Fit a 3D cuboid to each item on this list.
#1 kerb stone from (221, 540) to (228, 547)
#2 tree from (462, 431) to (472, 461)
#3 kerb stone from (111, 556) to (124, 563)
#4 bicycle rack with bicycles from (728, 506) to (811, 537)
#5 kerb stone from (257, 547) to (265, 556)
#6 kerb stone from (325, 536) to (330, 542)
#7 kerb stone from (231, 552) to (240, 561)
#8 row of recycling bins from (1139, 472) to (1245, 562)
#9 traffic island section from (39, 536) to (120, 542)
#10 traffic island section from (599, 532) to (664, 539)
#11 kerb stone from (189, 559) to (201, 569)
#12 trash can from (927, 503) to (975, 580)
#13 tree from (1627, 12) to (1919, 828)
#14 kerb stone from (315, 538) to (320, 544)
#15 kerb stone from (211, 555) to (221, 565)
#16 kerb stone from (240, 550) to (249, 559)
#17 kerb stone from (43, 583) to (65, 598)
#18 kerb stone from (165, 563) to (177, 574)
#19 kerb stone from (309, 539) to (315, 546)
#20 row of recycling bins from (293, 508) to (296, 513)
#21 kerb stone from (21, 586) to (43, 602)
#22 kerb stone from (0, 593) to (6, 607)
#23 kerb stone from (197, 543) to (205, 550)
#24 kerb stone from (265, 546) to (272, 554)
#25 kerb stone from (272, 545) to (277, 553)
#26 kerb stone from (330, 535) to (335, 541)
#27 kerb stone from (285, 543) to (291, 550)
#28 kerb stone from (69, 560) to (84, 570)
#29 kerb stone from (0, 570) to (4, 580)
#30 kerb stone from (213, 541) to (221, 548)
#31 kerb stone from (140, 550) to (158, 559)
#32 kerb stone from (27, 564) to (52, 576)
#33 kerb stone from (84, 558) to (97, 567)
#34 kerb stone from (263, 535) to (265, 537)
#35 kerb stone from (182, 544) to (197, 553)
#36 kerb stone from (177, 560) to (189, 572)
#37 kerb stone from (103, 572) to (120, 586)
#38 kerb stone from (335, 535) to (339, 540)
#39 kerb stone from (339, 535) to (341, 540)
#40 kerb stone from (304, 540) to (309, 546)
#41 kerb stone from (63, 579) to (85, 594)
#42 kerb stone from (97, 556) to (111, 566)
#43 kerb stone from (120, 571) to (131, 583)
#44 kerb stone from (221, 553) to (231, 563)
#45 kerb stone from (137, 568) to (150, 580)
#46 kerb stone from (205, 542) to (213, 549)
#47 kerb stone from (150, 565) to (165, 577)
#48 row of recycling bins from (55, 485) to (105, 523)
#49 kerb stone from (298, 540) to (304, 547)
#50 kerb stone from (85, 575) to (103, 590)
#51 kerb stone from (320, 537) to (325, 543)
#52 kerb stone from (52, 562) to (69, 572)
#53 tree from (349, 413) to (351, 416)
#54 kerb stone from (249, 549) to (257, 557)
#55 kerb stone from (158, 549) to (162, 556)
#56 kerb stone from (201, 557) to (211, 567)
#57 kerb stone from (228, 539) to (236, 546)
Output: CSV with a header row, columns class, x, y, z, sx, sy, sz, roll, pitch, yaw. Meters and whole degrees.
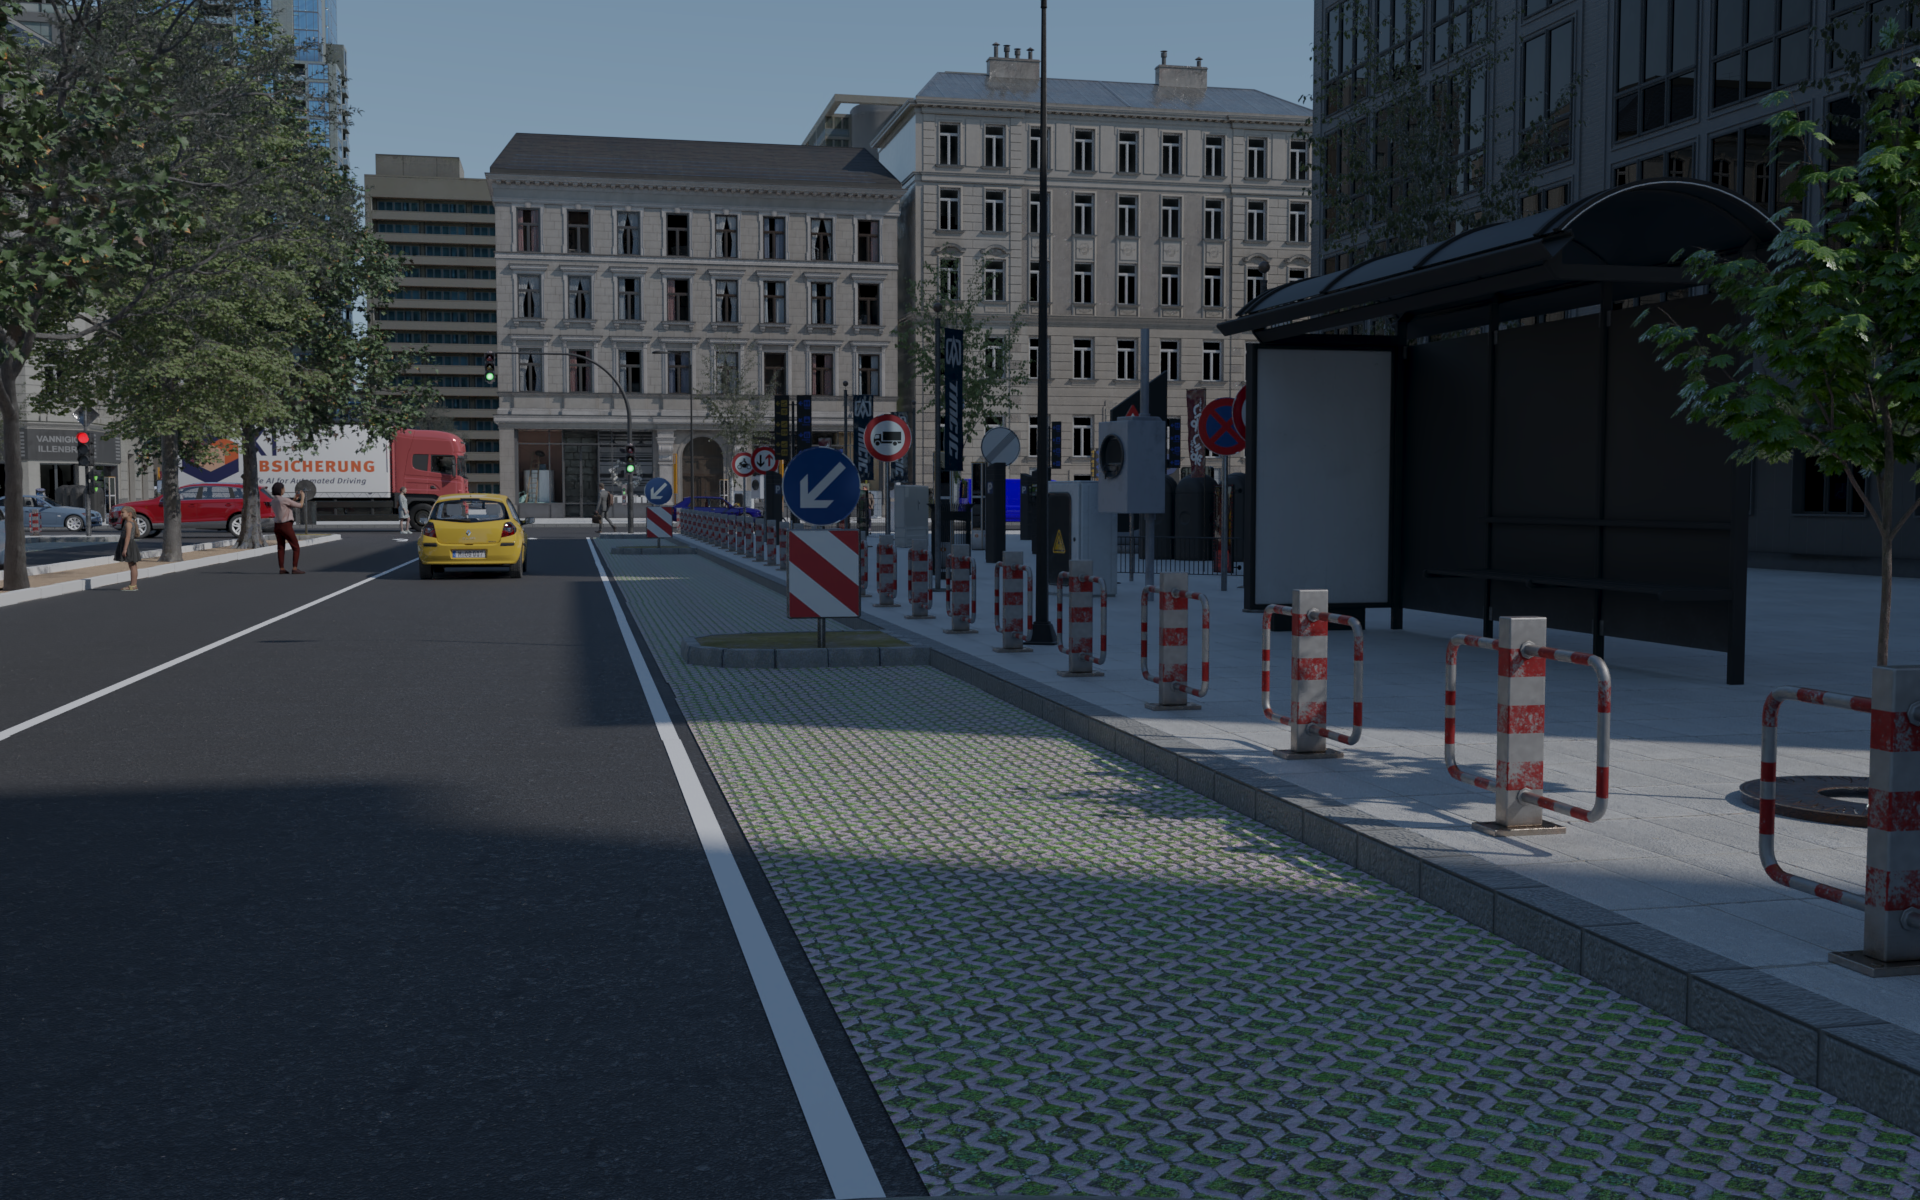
class,x,y,z,sx,sy,sz,roll,pitch,yaw
kerb stone,-20.011,-1.507,46.828,0.120,0.150,1.000,-1,4,-13
tree,-64.002,-18.237,208.538,12.009,13.543,11.850,0,3,0
kerb stone,-17.525,-0.832,35.806,0.120,0.150,1.000,-1,4,-13
bicycle rack with bicycles,-5.397,-2.274,50.564,2.852,0.926,2.925,-1,4,-22
kerb stone,-16.370,-1.105,40.275,0.120,0.150,1.000,-1,4,-13
kerb stone,-18.870,-1.779,51.286,0.120,0.150,1.000,-1,4,-13
kerb stone,-15.712,-0.918,37.266,0.120,0.150,1.000,-1,4,-13
row of recycling bins,5.001,-1.601,33.289,3.534,1.692,1.069,3,4,36
traffic island section,-26.606,-1.870,52.853,2.009,0.180,2.903,-1,4,-13
traffic island section,-10.710,-2.088,56.414,2.009,0.180,2.903,-1,4,-13
kerb stone,-14.798,-0.676,33.252,0.120,0.150,1.000,-1,4,-13
trash can,-0.135,-0.884,26.112,0.748,1.137,0.748,0,3,0
tree,3.803,-0.765,7.112,1.663,3.219,1.824,0,3,0
kerb stone,-18.408,-1.657,49.279,0.120,0.150,1.000,-1,4,-13
kerb stone,-15.255,-0.799,35.254,0.120,0.150,1.000,-1,4,-13
kerb stone,-15.926,-0.979,38.272,0.120,0.150,1.000,-1,4,-13
kerb stone,-12.769,-0.116,24.234,0.120,0.150,1.000,-1,4,-13
kerb stone,-14.353,-0.554,31.246,0.120,0.150,1.000,-1,4,-13
kerb stone,-18.182,-1.595,48.281,0.120,0.150,1.000,-1,4,-13
row of recycling bins,-43.949,-6.576,114.632,3.534,1.692,1.069,-2,4,-27
kerb stone,-12.548,-0.063,23.233,0.120,0.150,1.000,-1,4,-13
kerb stone,-12.317,0.003,22.235,0.120,0.150,1.000,-1,4,-13
kerb stone,-19.330,-1.323,43.828,0.120,0.150,1.000,-1,4,-13
kerb stone,-16.613,-1.167,41.270,0.120,0.150,1.000,-1,4,-13
kerb stone,-16.835,-1.228,42.270,0.120,0.150,1.000,-1,4,-13
kerb stone,-19.088,-1.839,52.287,0.120,0.150,1.000,-1,4,-13
kerb stone,-17.286,-1.350,44.270,0.120,0.150,1.000,-1,4,-13
kerb stone,-16.850,-0.649,32.803,0.120,0.150,1.000,-1,4,-13
kerb stone,-15.954,-0.403,28.798,0.120,0.150,1.000,-1,4,-13
kerb stone,-19.790,-1.444,45.828,0.120,0.150,1.000,-1,4,-13
kerb stone,-18.205,-1.016,38.813,0.120,0.150,1.000,-1,4,-13
kerb stone,-16.409,-0.525,30.802,0.120,0.150,1.000,-1,4,-13
kerb stone,-17.084,-0.710,33.803,0.120,0.150,1.000,-1,4,-13
kerb stone,-21.585,-1.935,53.831,0.120,0.150,1.000,-1,4,-13
kerb stone,-19.104,-1.260,42.824,0.120,0.150,1.000,-1,4,-13
kerb stone,-14.569,-0.615,32.247,0.120,0.150,1.000,-1,4,-13
kerb stone,-13.448,-0.308,27.239,0.120,0.150,1.000,-1,4,-13
kerb stone,-19.315,-1.899,53.286,0.120,0.150,1.000,-1,4,-13
kerb stone,-19.540,-1.961,54.285,0.120,0.150,1.000,-1,4,-13
kerb stone,-17.967,-1.530,47.271,0.120,0.150,1.000,-1,4,-13
kerb stone,-12.997,-0.182,25.235,0.120,0.150,1.000,-1,4,-13
kerb stone,-17.308,-0.771,34.803,0.120,0.150,1.000,-1,4,-13
kerb stone,-13.672,-0.369,28.245,0.120,0.150,1.000,-1,4,-13
kerb stone,-15.475,-0.860,36.257,0.120,0.150,1.000,-1,4,-13
kerb stone,-13.901,-0.431,29.248,0.120,0.150,1.000,-1,4,-13
kerb stone,-19.558,-1.384,44.830,0.120,0.150,1.000,-1,4,-13
kerb stone,-14.118,-0.487,30.249,0.120,0.150,1.000,-1,4,-13
row of recycling bins,-40.082,-4.384,78.791,3.534,1.692,1.069,3,4,39
kerb stone,-17.729,-1.471,46.273,0.120,0.150,1.000,-1,4,-13
kerb stone,-13.218,-0.245,26.240,0.120,0.150,1.000,-1,4,-13
kerb stone,-18.633,-1.715,50.279,0.120,0.150,1.000,-1,4,-13
kerb stone,-16.625,-0.586,31.803,0.120,0.150,1.000,-1,4,-13
tree,-51.774,-12.211,150.010,4.360,8.622,3.978,0,3,0
kerb stone,-16.151,-1.043,39.271,0.120,0.150,1.000,-1,4,-13
kerb stone,-18.435,-1.078,39.825,0.120,0.150,1.000,-1,4,-13
kerb stone,-15.024,-0.732,34.251,0.120,0.150,1.000,-1,4,-13
kerb stone,-20.237,-1.566,47.833,0.120,0.150,1.000,-1,4,-13
